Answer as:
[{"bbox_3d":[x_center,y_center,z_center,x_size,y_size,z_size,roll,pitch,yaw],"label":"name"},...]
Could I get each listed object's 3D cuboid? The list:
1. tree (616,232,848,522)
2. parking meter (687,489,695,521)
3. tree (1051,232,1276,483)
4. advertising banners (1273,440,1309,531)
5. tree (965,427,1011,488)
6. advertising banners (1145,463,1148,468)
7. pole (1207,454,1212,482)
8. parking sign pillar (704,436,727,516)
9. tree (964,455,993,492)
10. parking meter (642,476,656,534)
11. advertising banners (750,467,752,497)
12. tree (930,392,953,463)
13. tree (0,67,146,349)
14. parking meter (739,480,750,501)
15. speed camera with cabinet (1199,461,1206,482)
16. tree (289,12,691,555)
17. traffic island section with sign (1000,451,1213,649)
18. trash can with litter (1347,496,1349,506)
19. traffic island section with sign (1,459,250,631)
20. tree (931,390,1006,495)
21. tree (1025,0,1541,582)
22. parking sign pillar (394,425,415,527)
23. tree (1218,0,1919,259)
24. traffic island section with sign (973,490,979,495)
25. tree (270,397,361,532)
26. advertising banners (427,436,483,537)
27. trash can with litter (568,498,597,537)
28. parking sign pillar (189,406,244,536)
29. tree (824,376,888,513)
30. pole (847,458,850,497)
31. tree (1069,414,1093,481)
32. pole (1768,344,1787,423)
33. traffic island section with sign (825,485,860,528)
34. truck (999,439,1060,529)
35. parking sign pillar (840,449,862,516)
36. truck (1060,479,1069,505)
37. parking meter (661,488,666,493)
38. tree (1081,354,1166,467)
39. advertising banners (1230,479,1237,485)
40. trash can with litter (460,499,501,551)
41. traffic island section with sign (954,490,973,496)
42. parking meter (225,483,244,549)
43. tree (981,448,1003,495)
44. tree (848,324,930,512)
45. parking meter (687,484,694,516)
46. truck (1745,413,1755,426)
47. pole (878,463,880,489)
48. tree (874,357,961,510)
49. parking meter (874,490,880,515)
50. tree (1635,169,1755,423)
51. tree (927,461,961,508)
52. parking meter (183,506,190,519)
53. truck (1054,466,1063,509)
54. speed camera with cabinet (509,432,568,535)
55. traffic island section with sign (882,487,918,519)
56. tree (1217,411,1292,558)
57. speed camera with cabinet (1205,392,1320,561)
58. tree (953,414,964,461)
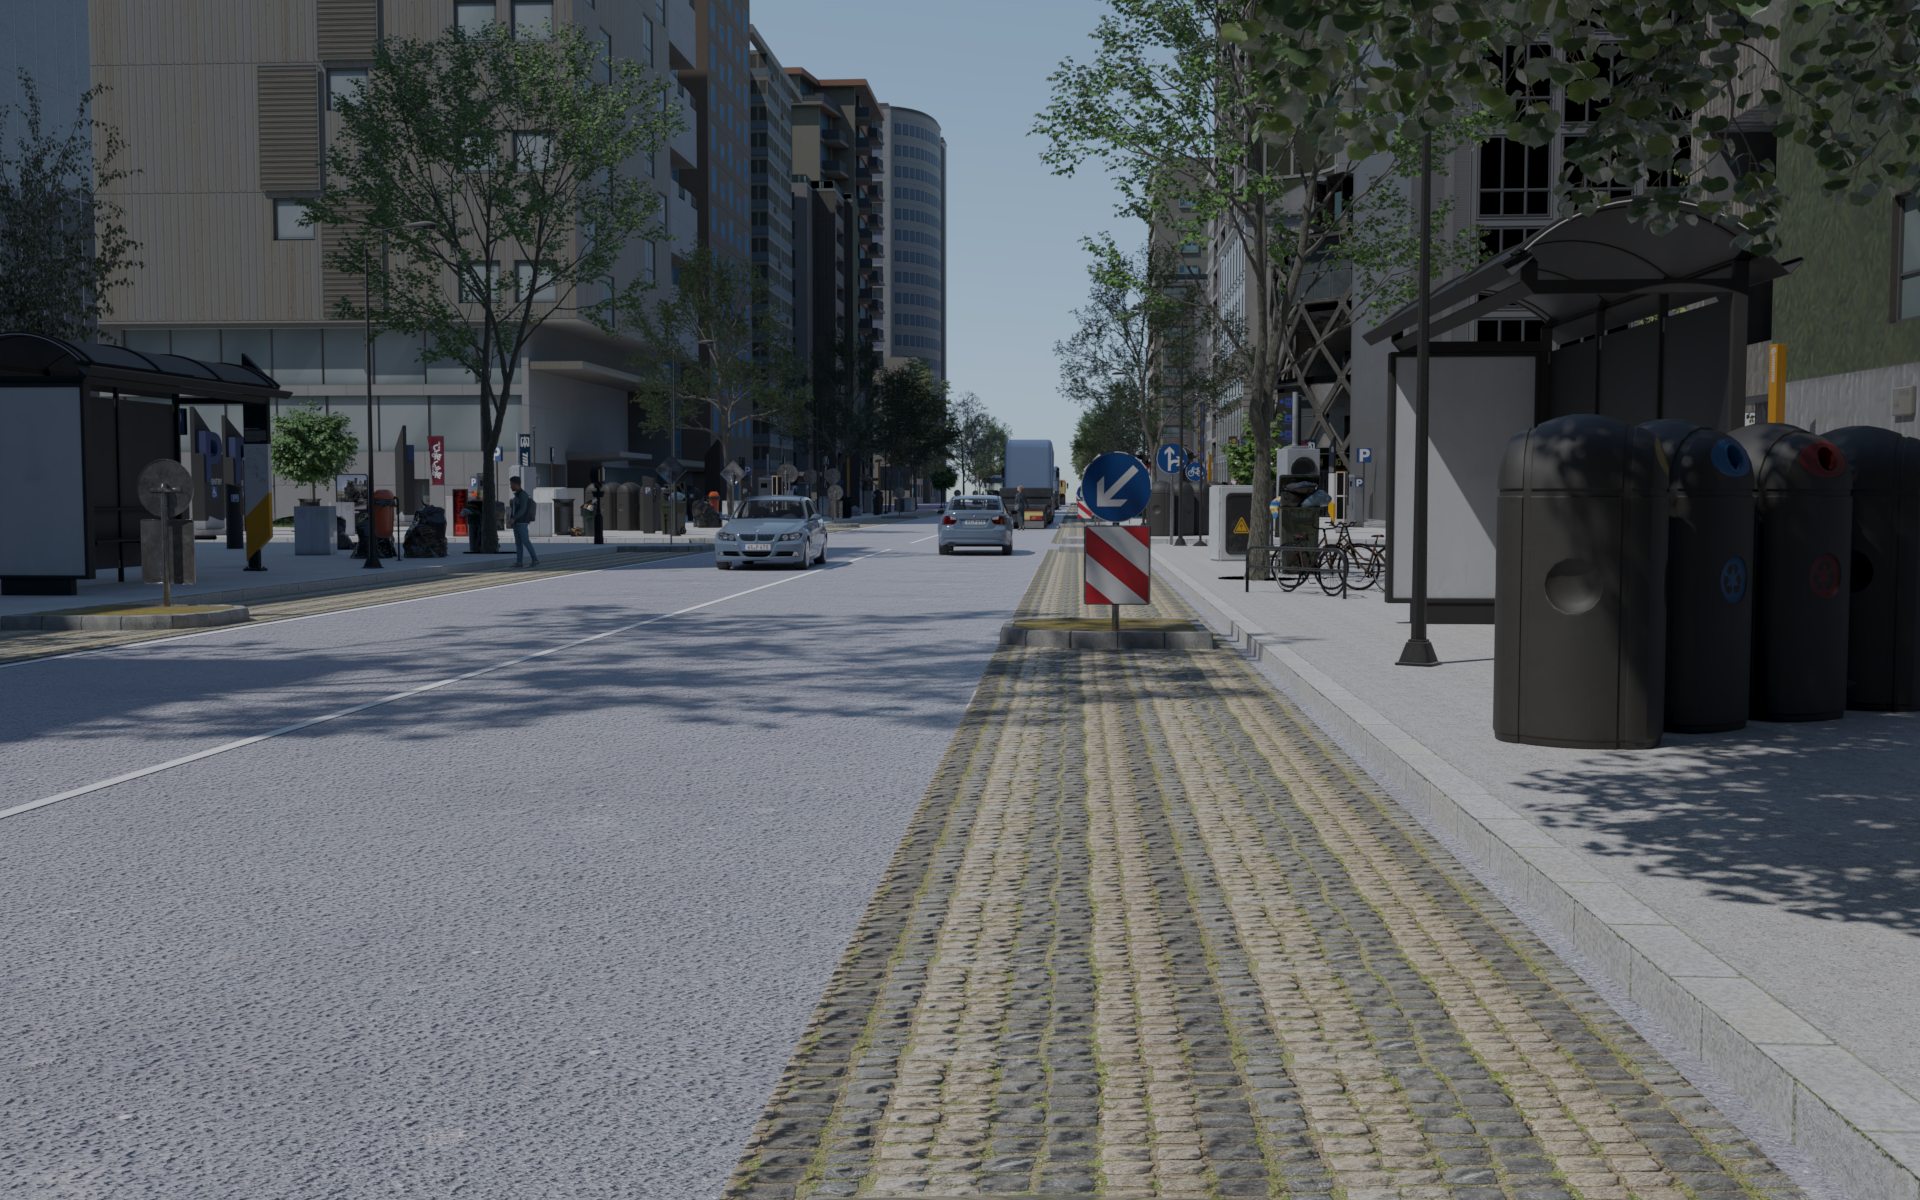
[{"bbox_3d":[-8.562,-7.820,62.268,7.601,10.594,8.767,0,4,5],"label":"tree"},{"bbox_3d":[-12.758,-4.519,82.298,0.372,1.533,0.369,0,3,0],"label":"parking meter"},{"bbox_3d":[7.014,-7.744,61.027,8.767,10.594,7.601,1,4,17],"label":"tree"},{"bbox_3d":[10.418,-3.666,56.123,2.074,3.025,0.090,-2,4,-24],"label":"advertising banners"},{"bbox_3d":[5.490,-22.471,284.409,9.611,12.733,9.660,0,3,0],"label":"tree"},{"bbox_3d":[10.869,-6.149,96.715,2.074,3.025,0.090,-3,5,-39],"label":"advertising banners"},{"bbox_3d":[12.759,-5.797,88.619,0.158,3.312,0.155,0,3,0],"label":"pole"},{"bbox_3d":[-11.400,-5.653,80.899,1.447,3.967,1.447,-3,5,-42],"label":"parking sign pillar"},{"bbox_3d":[2.439,-17.448,235.641,4.360,8.622,3.978,0,3,0],"label":"tree"},{"bbox_3d":[-10.035,-3.075,55.990,0.399,1.863,0.255,1,4,8],"label":"parking meter"},{"bbox_3d":[-13.623,-7.065,111.692,0.090,3.025,2.074,0,4,6],"label":"advertising banners"},{"bbox_3d":[-4.595,-11.377,120.422,7.601,10.594,8.767,0,4,-2],"label":"tree"},{"bbox_3d":[-15.678,-4.823,29.223,4.360,8.622,3.978,0,3,0],"label":"tree"},{"bbox_3d":[-8.810,-3.976,70.723,0.399,1.863,0.255,-2,4,-26],"label":"parking meter"},{"bbox_3d":[15.517,-6.781,105.209,2.038,3.252,0.660,0,4,-8],"label":"speed camera with cabinet"},{"bbox_3d":[-9.958,-6.802,36.973,9.928,11.665,9.643,0,3,0],"label":"tree"},{"bbox_3d":[1.402,-0.506,16.902,1.989,1.847,2.006,0,4,4],"label":"traffic island section with sign"},{"bbox_3d":[20.019,-4.772,89.403,0.624,1.170,1.055,2,4,28],"label":"trash can with litter"},{"bbox_3d":[-8.995,-0.635,19.004,1.989,1.847,2.006,0,4,4],"label":"traffic island section with sign"},{"bbox_3d":[0.567,-17.858,202.348,12.009,13.543,11.850,0,3,0],"label":"tree"},{"bbox_3d":[4.516,-6.091,25.351,9.928,11.665,9.643,0,3,0],"label":"tree"},{"bbox_3d":[-21.963,-4.894,68.484,1.447,3.967,1.447,-2,4,-32],"label":"parking sign pillar"},{"bbox_3d":[3.664,-5.967,4.224,9.857,13.997,8.962,0,3,0],"label":"tree"},{"bbox_3d":[1.649,-10.395,178.579,1.989,1.847,2.006,0,4,4],"label":"traffic island section with sign"},{"bbox_3d":[-21.970,-4.586,58.701,4.285,4.588,4.351,0,3,0],"label":"tree"},{"bbox_3d":[-14.957,-3.409,51.921,2.074,3.025,0.090,0,4,6],"label":"advertising banners"},{"bbox_3d":[-11.304,-2.481,51.952,1.055,1.170,0.624,2,4,25],"label":"trash can with litter"},{"bbox_3d":[-23.419,-4.002,53.901,1.447,3.967,1.447,0,4,2],"label":"parking sign pillar"},{"bbox_3d":[-6.292,-9.591,107.179,4.360,8.622,3.978,0,3,0],"label":"tree"},{"bbox_3d":[-6.353,-6.401,98.503,0.158,3.312,0.155,0,3,0],"label":"pole"},{"bbox_3d":[18.380,-19.648,239.364,7.486,12.596,7.792,0,3,0],"label":"tree"},{"bbox_3d":[11.134,-1.824,23.661,0.158,3.312,0.155,0,3,0],"label":"pole"},{"bbox_3d":[-5.329,-3.998,73.998,1.989,1.847,2.006,0,4,4],"label":"traffic island section with sign"},{"bbox_3d":[2.941,-5.491,79.538,2.967,4.110,18.799,0,4,4],"label":"truck"},{"bbox_3d":[-6.515,-6.950,102.102,1.447,3.967,1.447,3,5,43],"label":"parking sign pillar"},{"bbox_3d":[12.573,-14.160,227.442,3.469,3.379,9.791,0,4,3],"label":"truck"},{"bbox_3d":[-11.599,-3.598,67.234,0.372,1.533,0.369,0,3,0],"label":"parking meter"},{"bbox_3d":[8.746,-8.554,90.228,4.360,8.622,3.978,0,3,0],"label":"tree"},{"bbox_3d":[14.172,-5.483,85.831,2.074,3.025,0.090,3,5,44],"label":"advertising banners"},{"bbox_3d":[-10.746,-1.682,38.885,0.624,1.170,1.055,0,4,6],"label":"trash can with litter"},{"bbox_3d":[-0.165,-8.727,151.309,1.989,1.847,2.006,0,4,4],"label":"traffic island section with sign"},{"bbox_3d":[-16.981,-1.965,40.532,0.372,1.533,0.369,0,3,0],"label":"parking meter"},{"bbox_3d":[3.881,-18.283,249.295,4.737,8.622,4.395,0,3,0],"label":"tree"},{"bbox_3d":[-6.609,-9.694,92.910,8.767,10.594,7.601,-1,4,-9],"label":"tree"},{"bbox_3d":[-15.907,-5.910,102.342,0.399,1.863,0.255,2,4,26],"label":"parking meter"},{"bbox_3d":[21.235,-3.463,45.528,11.283,4.237,2.839,0,4,6],"label":"truck"},{"bbox_3d":[-5.215,-7.222,111.917,0.158,3.312,0.155,0,3,0],"label":"pole"},{"bbox_3d":[-3.700,-13.754,143.001,7.486,12.596,7.792,0,3,0],"label":"tree"},{"bbox_3d":[-5.046,-5.898,104.835,0.372,1.533,0.369,0,3,0],"label":"parking meter"},{"bbox_3d":[16.414,-5.317,37.289,4.737,8.622,4.395,0,3,0],"label":"tree"},{"bbox_3d":[-1.571,-11.047,164.328,4.285,4.588,4.351,0,3,0],"label":"tree"},{"bbox_3d":[-25.903,-3.019,57.774,0.372,1.533,0.369,0,3,0],"label":"parking meter"},{"bbox_3d":[7.788,-10.406,159.900,2.967,4.110,18.799,0,4,5],"label":"truck"},{"bbox_3d":[-13.501,-3.738,55.454,2.038,3.252,0.660,2,4,31],"label":"speed camera with cabinet"},{"bbox_3d":[-3.503,-5.665,101.255,1.989,1.847,2.006,0,4,4],"label":"traffic island section with sign"},{"bbox_3d":[5.953,-2.485,35.233,1.663,3.219,1.824,0,3,0],"label":"tree"},{"bbox_3d":[5.862,-2.385,33.333,2.038,3.252,0.660,-1,4,-12],"label":"speed camera with cabinet"},{"bbox_3d":[-3.304,-12.186,133.658,8.767,10.594,7.601,2,4,29],"label":"tree"}]
